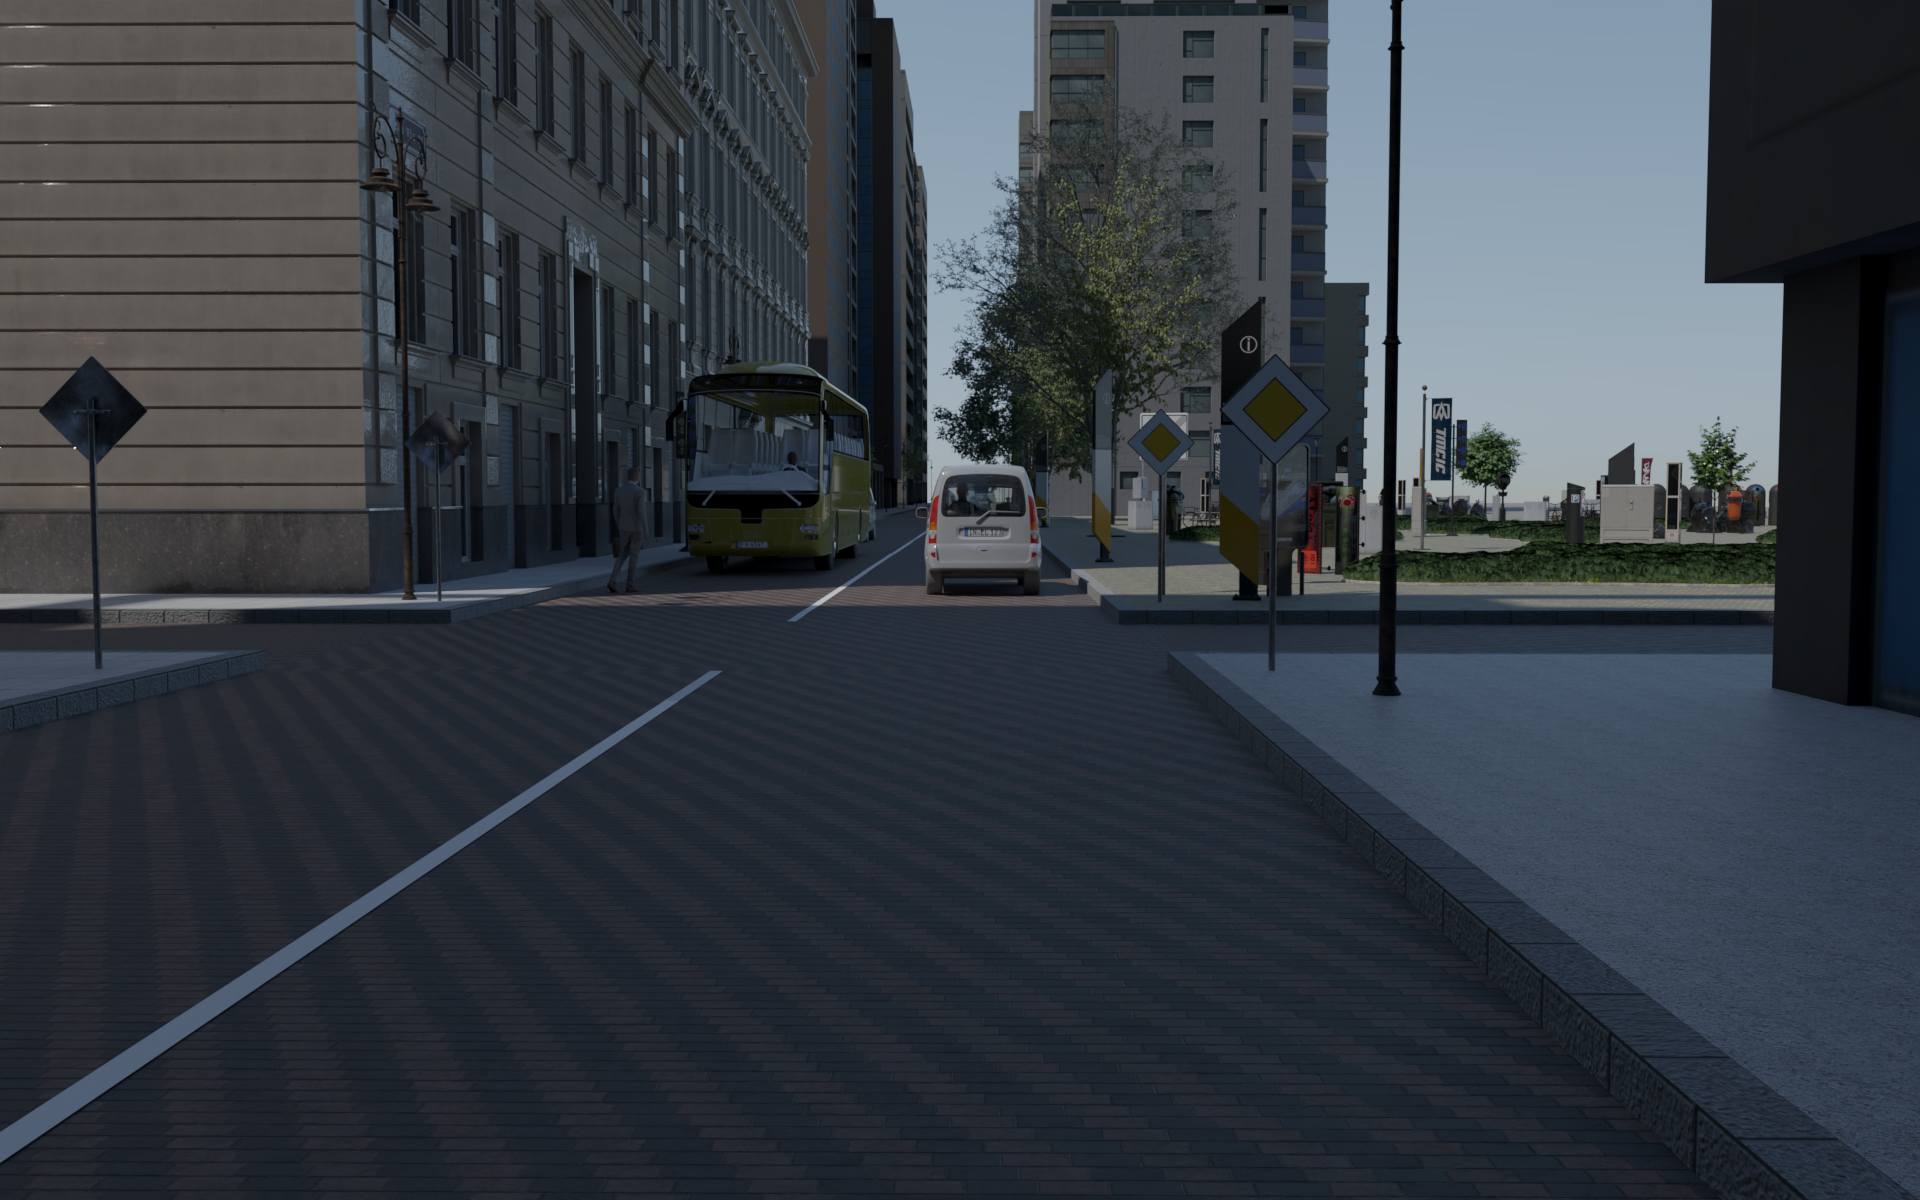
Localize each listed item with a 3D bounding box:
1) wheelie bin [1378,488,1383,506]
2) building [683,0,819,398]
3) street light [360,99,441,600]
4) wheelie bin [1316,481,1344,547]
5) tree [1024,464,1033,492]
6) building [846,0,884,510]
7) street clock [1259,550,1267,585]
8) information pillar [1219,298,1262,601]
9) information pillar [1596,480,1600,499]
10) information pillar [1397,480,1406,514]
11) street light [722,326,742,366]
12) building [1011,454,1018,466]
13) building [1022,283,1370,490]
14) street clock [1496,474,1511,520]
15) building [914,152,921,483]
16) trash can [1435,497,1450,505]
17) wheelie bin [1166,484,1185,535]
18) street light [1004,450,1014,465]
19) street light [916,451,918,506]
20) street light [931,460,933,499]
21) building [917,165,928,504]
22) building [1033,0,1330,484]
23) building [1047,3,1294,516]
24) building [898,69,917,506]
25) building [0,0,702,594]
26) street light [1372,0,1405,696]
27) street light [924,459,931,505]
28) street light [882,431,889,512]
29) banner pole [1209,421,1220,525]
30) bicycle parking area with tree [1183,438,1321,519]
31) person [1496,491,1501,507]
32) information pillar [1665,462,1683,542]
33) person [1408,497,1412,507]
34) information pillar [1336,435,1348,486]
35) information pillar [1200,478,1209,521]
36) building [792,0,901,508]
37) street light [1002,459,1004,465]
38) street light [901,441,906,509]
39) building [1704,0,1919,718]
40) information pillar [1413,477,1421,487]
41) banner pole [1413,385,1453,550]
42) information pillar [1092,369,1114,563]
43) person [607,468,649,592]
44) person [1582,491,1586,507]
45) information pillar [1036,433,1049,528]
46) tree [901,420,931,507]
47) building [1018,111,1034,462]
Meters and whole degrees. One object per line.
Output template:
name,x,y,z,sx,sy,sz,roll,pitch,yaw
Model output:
wheelie bin,23.469,-5.337,95.161,0.980,1.594,0.693,-1,4,-21
building,-15.824,-17.835,68.014,17.030,29.872,44.131,0,4,1
street light,-6.679,-2.938,20.830,0.468,5.910,1.993,0,4,1
wheelie bin,8.942,-2.071,41.773,0.980,1.594,0.693,1,4,12
tree,3.985,-6.930,107.900,1.663,3.219,1.824,0,3,0
building,-16.895,-43.121,143.282,20.563,71.187,20.611,0,4,1
street clock,4.322,-1.213,24.407,0.358,2.002,0.471,-1,4,-18
information pillar,3.383,-1.802,20.825,0.504,3.616,0.183,0,4,8
information pillar,32.981,-5.185,89.261,0.304,2.012,0.304,-2,4,-33
information pillar,22.763,-5.185,89.263,0.304,2.012,0.304,-3,5,-43
street light,-6.213,-4.587,47.784,0.468,5.910,1.993,0,4,1
building,20.264,-22.316,209.912,27.650,21.520,28.899,0,4,1
building,19.765,-19.038,156.317,27.650,21.520,28.899,0,4,1
street clock,19.357,-3.498,61.764,0.471,2.002,0.358,-1,4,-11
building,-16.214,-34.381,216.752,22.147,44.769,28.867,0,4,1
trash can,23.467,-4.438,84.208,0.748,1.137,0.748,0,3,0
wheelie bin,6.631,-2.835,54.255,0.693,1.594,0.980,2,4,29
street light,4.834,-12.173,171.816,0.468,5.910,1.993,0,4,1
street light,-4.508,-12.716,180.695,0.468,5.910,1.993,0,4,1
street light,-3.861,-16.069,235.520,0.468,5.910,1.993,0,4,1
building,-15.554,-37.859,242.695,21.300,48.544,21.600,0,4,1
building,15.867,-35.746,126.452,21.231,58.520,28.212,0,4,1
building,12.266,-20.461,106.233,14.160,30.474,14.107,0,4,1
building,-16.153,-34.670,190.553,21.300,48.544,21.600,0,4,1
building,-13.025,-14.449,33.498,12.463,27.353,25.104,0,4,1
street light,2.728,-2.331,10.899,0.468,5.910,1.993,0,4,1
street light,-4.097,-14.390,208.064,0.468,5.910,1.993,0,4,1
street light,-5.298,-9.269,124.336,0.468,5.910,1.993,0,4,1
banner pole,8.646,-4.208,58.824,0.401,3.779,0.863,-2,4,-31
bicycle parking area with tree,15.710,-6.178,88.007,8.231,4.147,9.016,0,4,2
person,54.118,-10.081,174.037,1.217,1.735,0.721,3,5,40
information pillar,16.602,-2.189,40.290,0.304,2.012,0.304,2,4,31
person,45.631,-9.952,174.441,0.991,1.433,0.599,0,4,-4
information pillar,15.169,-4.734,68.758,0.504,3.616,0.183,-1,4,-9
information pillar,11.478,-4.687,81.124,0.304,2.012,0.304,-3,5,-42
building,-12.726,-31.276,161.469,14.600,45.320,14.200,0,4,1
street light,5.149,-13.918,200.349,0.468,5.910,1.993,0,4,1
street light,-4.927,-10.940,151.652,0.468,5.910,1.993,0,4,1
building,11.838,-21.603,3.316,14.600,45.320,14.200,0,4,1
information pillar,20.148,-4.401,76.449,0.304,2.012,0.304,2,4,25
banner pole,10.871,-3.042,39.750,0.863,3.779,0.401,2,4,26
information pillar,2.662,-2.512,32.424,0.183,3.616,0.504,3,5,43
person,-4.820,-1.023,25.348,0.709,1.813,0.853,1,4,22
person,63.517,-10.235,176.505,0.621,1.740,0.551,0,4,-2
information pillar,3.149,-4.581,66.259,0.504,3.616,0.183,2,4,31
tree,-5.165,-13.604,172.782,4.360,8.622,3.978,0,3,0
building,13.279,-30.847,187.947,14.154,41.232,14.086,0,4,1
